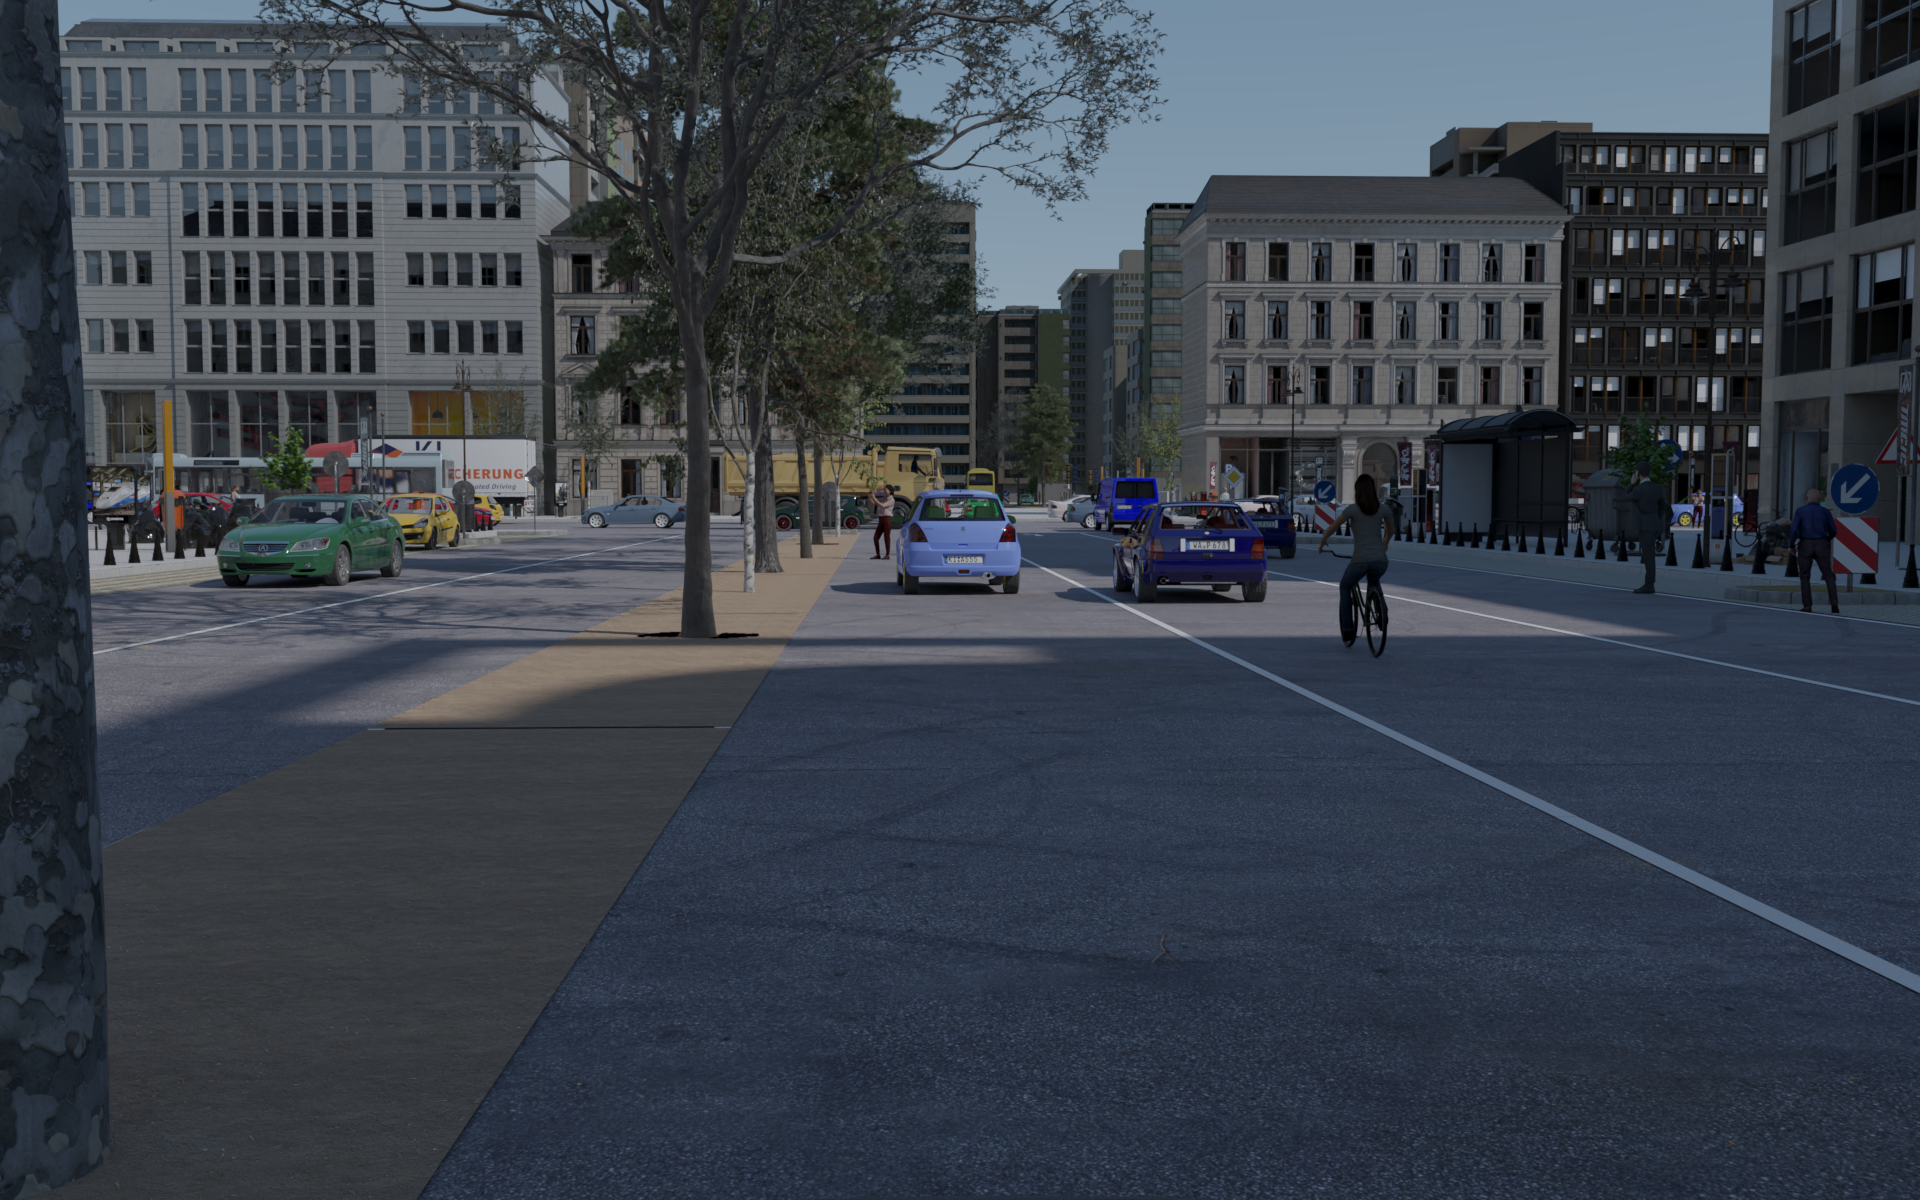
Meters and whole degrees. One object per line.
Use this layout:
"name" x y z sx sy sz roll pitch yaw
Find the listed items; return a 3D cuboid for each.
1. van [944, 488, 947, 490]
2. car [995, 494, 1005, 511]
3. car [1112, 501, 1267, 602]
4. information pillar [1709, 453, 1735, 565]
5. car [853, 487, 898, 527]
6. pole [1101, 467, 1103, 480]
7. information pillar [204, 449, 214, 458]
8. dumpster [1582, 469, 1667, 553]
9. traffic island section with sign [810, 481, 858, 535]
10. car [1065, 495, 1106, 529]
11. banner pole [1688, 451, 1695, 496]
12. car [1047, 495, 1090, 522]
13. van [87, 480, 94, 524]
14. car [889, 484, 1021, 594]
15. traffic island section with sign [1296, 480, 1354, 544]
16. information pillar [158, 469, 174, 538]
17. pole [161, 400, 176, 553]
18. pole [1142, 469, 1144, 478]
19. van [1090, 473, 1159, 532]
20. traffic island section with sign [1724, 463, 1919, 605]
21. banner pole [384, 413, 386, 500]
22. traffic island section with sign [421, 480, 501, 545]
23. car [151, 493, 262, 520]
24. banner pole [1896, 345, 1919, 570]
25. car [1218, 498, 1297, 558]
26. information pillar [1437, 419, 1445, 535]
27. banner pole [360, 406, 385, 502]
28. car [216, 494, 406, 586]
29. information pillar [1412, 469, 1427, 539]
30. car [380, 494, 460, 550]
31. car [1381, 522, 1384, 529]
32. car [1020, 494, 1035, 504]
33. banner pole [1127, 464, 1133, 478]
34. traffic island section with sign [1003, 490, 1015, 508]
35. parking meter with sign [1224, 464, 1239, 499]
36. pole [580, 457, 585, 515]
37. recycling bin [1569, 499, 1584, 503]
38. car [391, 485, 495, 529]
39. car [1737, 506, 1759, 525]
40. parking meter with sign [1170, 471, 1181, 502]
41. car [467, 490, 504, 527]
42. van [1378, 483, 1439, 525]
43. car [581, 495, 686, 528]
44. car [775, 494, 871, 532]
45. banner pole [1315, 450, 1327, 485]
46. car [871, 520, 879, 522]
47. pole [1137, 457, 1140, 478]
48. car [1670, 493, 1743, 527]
"van" -2.261 -10.379 174.075 2.240 2.365 5.245 0 4 -4
"car" 0.986 -4.109 75.984 1.959 1.807 4.718 0 4 -2
"car" 3.154 -0.715 24.268 1.945 1.354 3.894 0 4 -1
"information pillar" 13.829 -1.648 31.443 0.304 2.012 0.304 -3 5 -45
"car" -3.025 -4.082 75.406 5.304 1.827 2.281 0 4 -4
"pole" 10.568 -8.260 128.889 0.158 3.312 0.155 0 3 0
"information pillar" -39.325 -6.082 90.794 0.504 3.616 0.183 -1 4 -9
"dumpster" 14.820 -2.008 38.591 1.264 1.857 1.865 0 4 -2
"traffic island section with sign" -4.658 -3.270 61.605 2.006 1.907 1.989 0 4 -2
"car" 6.658 -3.699 72.477 4.499 1.417 2.014 0 4 -3
"banner pole" 42.697 -6.798 101.167 0.401 3.779 0.863 0 4 -5
"car" 6.865 -4.640 88.219 4.827 1.381 2.083 0 4 -2
"van" -43.077 -4.822 83.228 5.245 2.365 2.240 0 4 -1
"car" -0.081 -1.010 26.102 1.945 1.707 3.694 0 4 -4
"traffic island section with sign" 10.287 -2.546 50.252 1.989 1.847 2.006 0 4 -2
"information pillar" -23.356 -2.846 51.017 0.304 2.012 0.304 2 4 34
"pole" -17.308 -2.693 37.873 0.158 3.312 0.155 0 3 0
"pole" 14.821 -8.967 140.461 0.158 3.312 0.155 0 3 0
"van" 6.363 -3.822 66.872 2.240 2.365 5.245 0 4 -3
"traffic island section with sign" 11.434 -0.890 23.182 1.989 1.847 2.006 0 4 -2
"banner pole" -17.750 -3.874 53.355 0.401 3.779 0.863 -1 4 -18
"traffic island section with sign" -14.152 -2.477 49.135 1.989 1.847 2.006 0 4 -2
"car" -27.768 -3.385 64.379 4.494 1.783 2.155 0 4 -2
"banner pole" 16.086 -2.408 29.384 0.401 3.779 0.863 0 4 2
"car" 6.495 -1.667 39.828 1.945 1.354 3.894 0 4 -4
"information pillar" 15.198 -3.853 54.349 0.183 3.616 0.504 3 5 44
"banner pole" -16.965 -3.644 49.589 0.401 3.779 0.863 -3 5 -44
"car" -10.556 -1.018 28.449 2.131 1.459 4.920 0 4 -2
"information pillar" 13.276 -2.786 50.037 0.304 2.012 0.304 -1 4 -16
"car" -14.190 -2.119 44.873 2.015 1.641 3.980 0 4 -4
"car" 18.851 -3.798 70.896 4.718 1.807 1.959 0 4 -4
"car" 8.650 -13.114 226.206 2.131 1.459 4.920 0 4 -2
"banner pole" 13.922 -9.271 141.592 0.863 3.779 0.401 3 5 45
"traffic island section with sign" 4.728 -10.632 182.460 1.989 1.847 2.006 0 4 -2
"parking meter with sign" 15.883 -6.360 100.249 0.543 3.016 1.738 2 4 31
"pole" -20.624 -6.165 94.635 0.158 3.312 0.155 0 3 0
"recycling bin" 34.301 -5.142 96.618 0.722 1.027 0.722 3 5 40
"car" -20.583 -3.611 68.076 4.494 1.783 2.155 0 4 -1
"car" 34.783 -3.834 72.469 4.222 1.686 2.009 0 4 -4
"parking meter with sign" 17.128 -8.418 133.897 1.738 3.016 0.543 -2 4 -24
"car" -22.397 -4.091 77.112 3.980 1.641 2.015 0 4 -2
"van" 18.188 -3.653 66.741 4.112 2.044 2.013 0 4 -2
"car" -13.756 -3.748 73.287 4.499 1.417 2.014 0 4 -1
"car" -5.561 -3.500 67.013 4.222 1.686 2.009 0 4 -2
"banner pole" 20.693 -6.673 99.115 0.863 3.779 0.401 3 4 38
"car" -4.105 -4.186 80.451 4.499 1.417 2.014 0 4 -4
"pole" 9.925 -6.273 96.406 0.158 3.312 0.155 0 3 0
"car" 33.007 -4.130 77.119 3.694 1.707 1.945 0 4 -3
